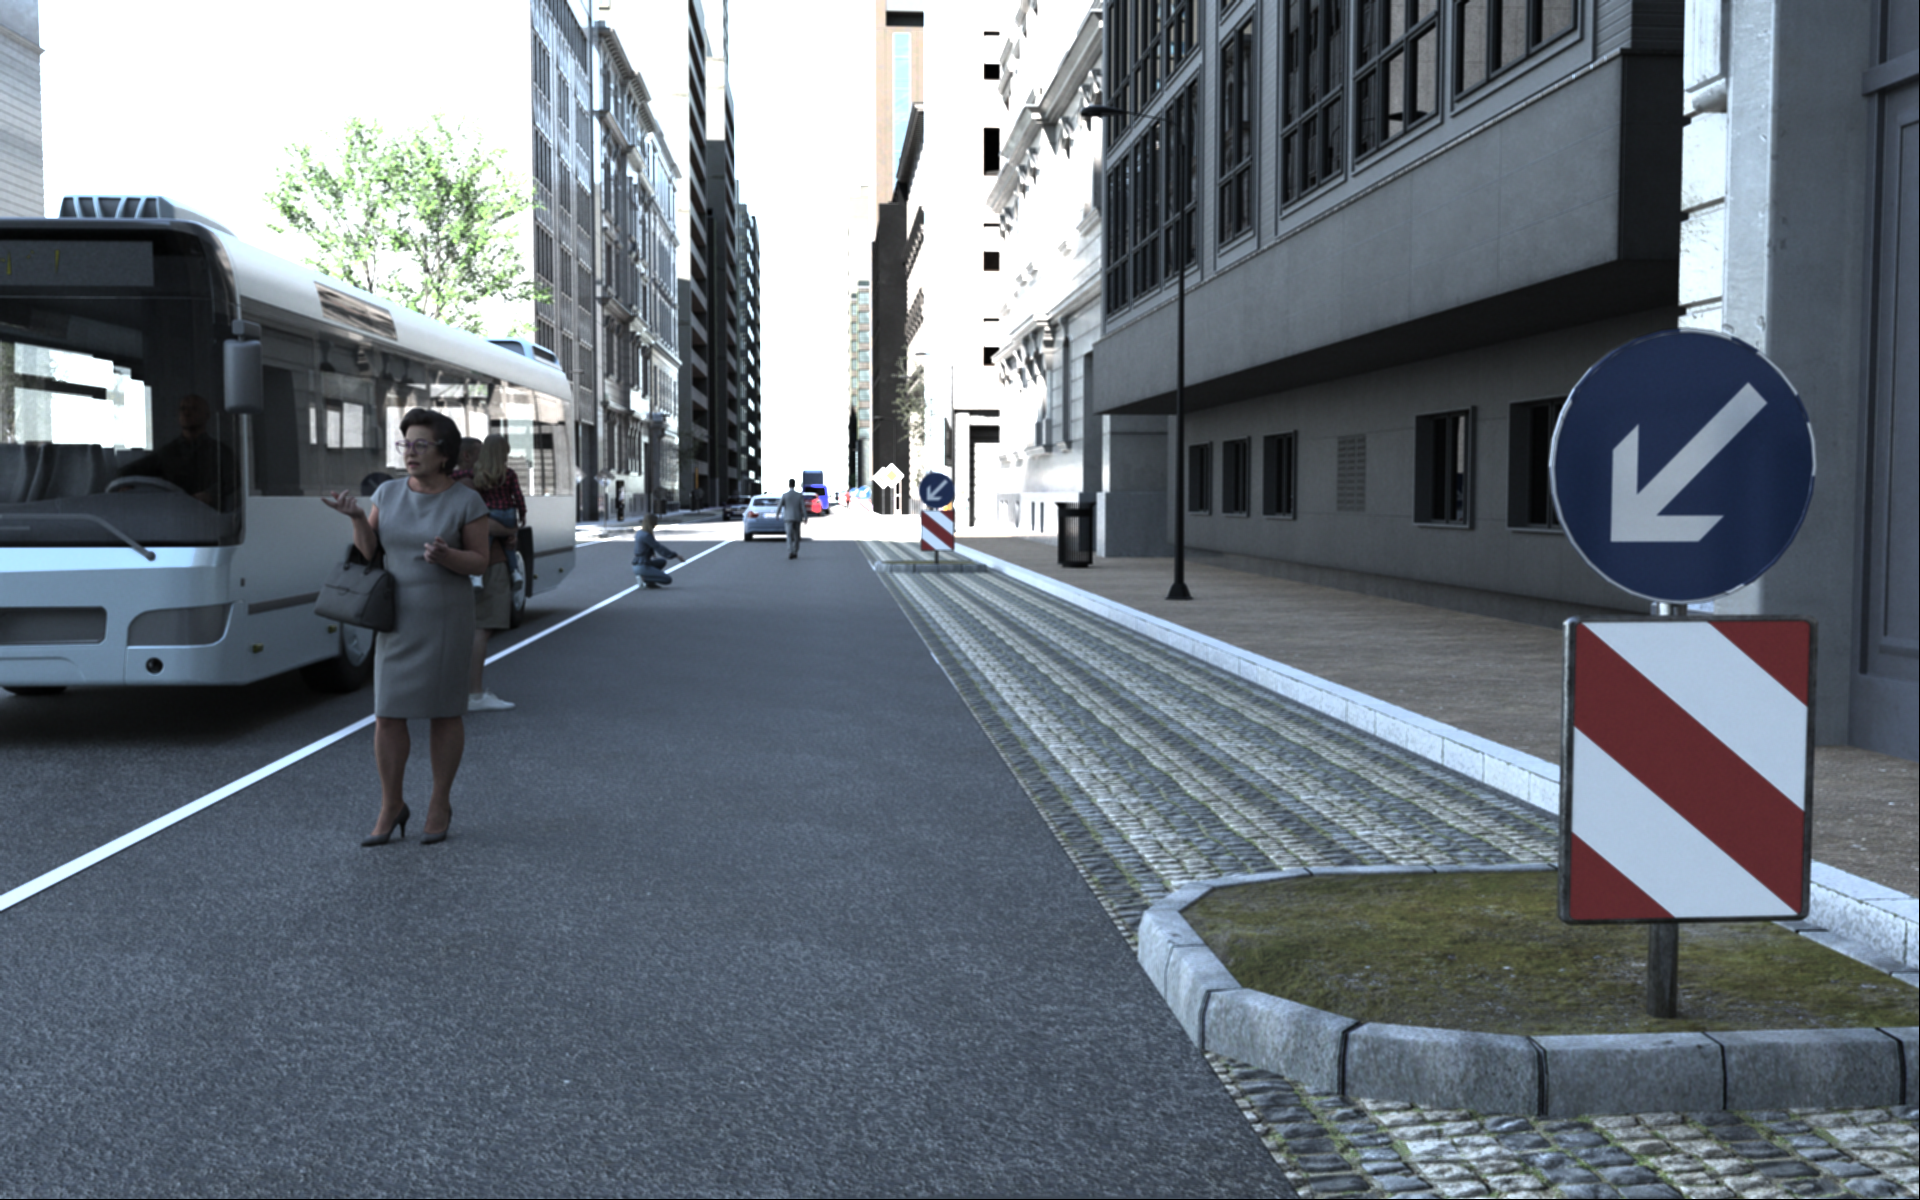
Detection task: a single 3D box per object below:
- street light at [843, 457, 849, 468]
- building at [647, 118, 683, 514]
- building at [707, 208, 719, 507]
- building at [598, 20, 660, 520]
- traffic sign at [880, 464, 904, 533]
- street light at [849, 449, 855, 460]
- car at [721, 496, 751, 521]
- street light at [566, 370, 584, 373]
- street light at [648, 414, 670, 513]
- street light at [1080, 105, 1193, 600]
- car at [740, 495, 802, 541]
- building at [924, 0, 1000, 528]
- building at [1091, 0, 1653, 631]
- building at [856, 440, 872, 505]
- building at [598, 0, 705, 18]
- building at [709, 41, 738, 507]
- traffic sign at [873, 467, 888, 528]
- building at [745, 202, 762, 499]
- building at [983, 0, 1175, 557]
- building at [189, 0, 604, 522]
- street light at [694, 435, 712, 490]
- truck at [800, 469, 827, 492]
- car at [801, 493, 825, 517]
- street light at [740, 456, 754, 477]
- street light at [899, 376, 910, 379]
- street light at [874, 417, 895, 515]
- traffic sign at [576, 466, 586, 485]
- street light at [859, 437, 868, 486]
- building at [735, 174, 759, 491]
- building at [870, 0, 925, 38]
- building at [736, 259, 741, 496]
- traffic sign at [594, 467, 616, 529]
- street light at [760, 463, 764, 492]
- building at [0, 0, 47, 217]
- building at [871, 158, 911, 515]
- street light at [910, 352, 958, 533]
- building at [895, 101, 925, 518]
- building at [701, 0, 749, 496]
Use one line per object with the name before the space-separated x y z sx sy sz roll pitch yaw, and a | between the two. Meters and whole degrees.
street light | -14.272 -15.564 227.011 1.470 5.913 1.316 0 4 -5
building | -26.104 -20.240 116.827 13.634 28.700 20.117 0 4 -5
building | -30.900 -24.203 167.420 14.160 30.474 14.107 0 4 -5
building | -24.259 -18.771 94.300 14.401 28.519 23.554 0 4 -5
traffic sign | -2.253 -3.276 57.198 0.795 2.450 0.064 0 4 -5
street light | -10.499 -12.703 180.240 1.470 5.913 1.316 0 4 -5
car | -12.010 -5.005 94.417 1.945 1.354 3.894 0 4 -5
street light | -14.786 -5.657 65.035 1.470 5.913 1.316 0 4 -5
street light | -17.555 -7.854 100.953 1.470 5.913 1.316 0 4 -5
street light | 2.131 -2.958 20.909 1.470 5.913 1.316 0 4 -5
car | -5.858 -2.571 54.043 2.014 1.417 4.499 0 4 -6
building | 8.822 -15.493 71.329 19.932 24.808 12.078 0 4 -5
building | 10.472 -13.968 21.879 14.314 27.812 24.014 0 4 -5
building | -0.584 -54.187 198.625 22.319 86.520 31.000 0 4 -5
building | -33.131 -32.102 148.569 21.300 48.544 21.600 0 4 -5
building | -35.072 -34.300 184.501 21.300 48.544 21.600 0 4 -5
traffic sign | -2.882 -3.762 65.158 0.795 2.450 0.064 0 4 -5
building | -43.516 -40.313 282.819 21.300 48.544 21.600 0 4 -5
building | 8.257 -15.801 45.739 14.401 28.519 23.554 0 4 -5
building | -22.426 -15.582 72.788 12.078 24.808 19.932 0 4 -5
street light | -20.756 -10.266 140.384 1.470 5.913 1.316 0 4 -5
truck | -15.695 -11.850 183.509 2.967 4.110 18.799 0 4 -4
car | -9.532 -6.084 108.510 2.155 1.783 4.494 0 4 -4
street light | -27.207 -15.346 223.444 1.470 5.913 1.316 0 4 -5
street light | -1.681 -5.840 68.028 1.470 5.913 1.316 0 4 -5
street light | -4.454 -8.034 103.905 1.470 5.913 1.316 0 4 -5
traffic sign | -12.567 -3.227 56.407 0.795 2.450 0.064 0 4 -5
street light | -7.724 -10.509 144.364 1.470 5.913 1.316 0 4 -5
building | -42.160 -38.975 256.851 23.786 49.044 30.456 0 4 -5
building | -1.070 -31.369 162.999 14.600 45.320 14.200 0 4 -5
building | -33.279 -26.412 203.542 14.160 30.474 14.107 0 4 -5
traffic sign | -13.196 -3.714 64.367 0.795 2.450 0.064 0 4 -5
street light | -30.027 -17.541 259.329 1.470 5.913 1.316 0 4 -5
building | -52.485 -17.626 65.682 29.804 29.767 11.434 0 4 -5
building | 0.694 -17.255 111.791 12.332 23.373 15.834 0 4 -5
street light | -0.795 -5.152 56.773 1.470 5.913 1.316 0 4 -5
building | 2.431 -16.216 94.016 11.050 23.489 19.941 0 4 -5
building | -38.860 -48.478 230.870 20.563 71.187 20.611 0 4 -5
